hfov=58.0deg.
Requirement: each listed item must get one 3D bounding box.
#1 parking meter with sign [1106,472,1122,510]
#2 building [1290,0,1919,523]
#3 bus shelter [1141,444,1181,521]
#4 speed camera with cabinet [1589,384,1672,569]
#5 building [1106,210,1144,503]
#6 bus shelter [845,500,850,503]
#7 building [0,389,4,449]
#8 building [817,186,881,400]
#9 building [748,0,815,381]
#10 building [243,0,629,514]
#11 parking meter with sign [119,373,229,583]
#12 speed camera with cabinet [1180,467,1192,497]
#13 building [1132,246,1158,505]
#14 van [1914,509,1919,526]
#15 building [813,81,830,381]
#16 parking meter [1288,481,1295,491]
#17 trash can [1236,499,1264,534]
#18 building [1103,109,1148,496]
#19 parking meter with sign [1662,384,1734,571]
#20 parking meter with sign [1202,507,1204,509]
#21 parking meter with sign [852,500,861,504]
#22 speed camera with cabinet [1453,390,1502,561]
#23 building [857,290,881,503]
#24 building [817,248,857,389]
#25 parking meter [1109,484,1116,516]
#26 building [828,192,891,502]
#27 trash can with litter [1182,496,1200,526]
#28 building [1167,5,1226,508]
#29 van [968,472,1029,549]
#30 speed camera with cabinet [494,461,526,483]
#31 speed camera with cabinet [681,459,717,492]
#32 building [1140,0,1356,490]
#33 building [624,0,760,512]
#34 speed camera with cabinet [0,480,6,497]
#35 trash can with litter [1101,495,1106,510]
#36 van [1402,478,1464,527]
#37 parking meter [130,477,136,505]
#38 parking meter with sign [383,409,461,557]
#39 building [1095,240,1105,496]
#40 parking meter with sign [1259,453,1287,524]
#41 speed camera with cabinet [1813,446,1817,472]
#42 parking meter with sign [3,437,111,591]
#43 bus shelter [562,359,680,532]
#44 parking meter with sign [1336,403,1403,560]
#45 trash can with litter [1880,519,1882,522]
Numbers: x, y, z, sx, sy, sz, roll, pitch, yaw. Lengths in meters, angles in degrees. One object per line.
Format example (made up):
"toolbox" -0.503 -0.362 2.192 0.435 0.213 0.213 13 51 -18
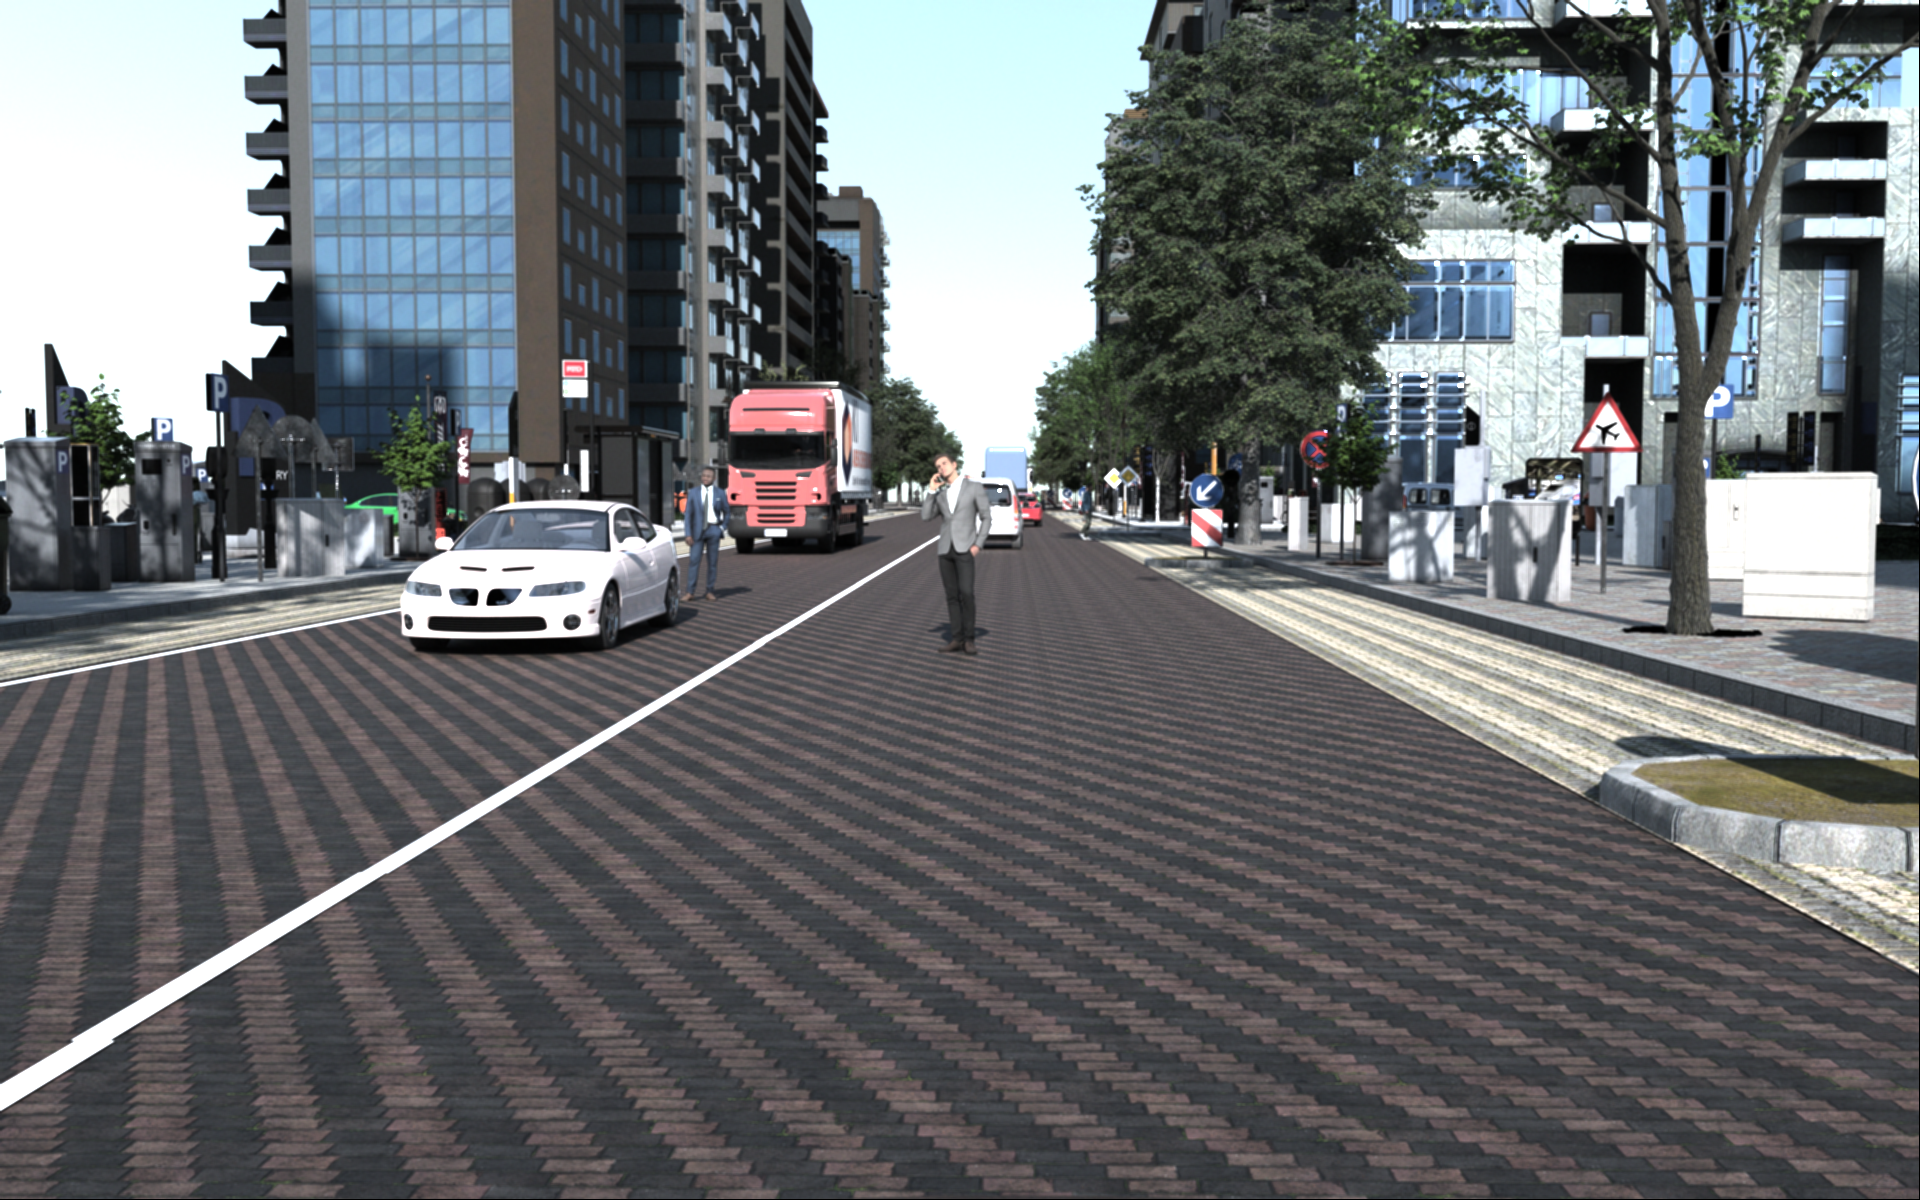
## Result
"parking meter with sign" 11.997 -8.462 134.610 0.543 3.016 1.738 -2 4 -34
"building" 32.223 -47.134 83.315 31.000 86.520 22.319 0 4 2
"bus shelter" 9.648 -5.687 84.262 1.731 3.624 6.357 0 4 2
"speed camera with cabinet" 11.981 -2.223 30.676 0.660 3.252 2.038 -1 4 -13
"building" 28.194 -34.683 250.667 14.154 41.232 14.086 0 4 2
"bus shelter" -8.514 -8.054 125.599 2.014 3.302 5.546 0 4 2
"building" -65.822 -33.244 85.545 28.212 58.520 21.231 0 4 2
"building" -19.094 -37.016 255.318 14.600 45.320 14.200 0 4 2
"building" -24.779 -32.421 153.789 21.300 48.544 21.600 0 4 2
"building" -24.687 -26.537 83.991 14.600 45.320 14.200 0 4 2
"parking meter with sign" -11.599 -1.772 25.240 1.738 3.016 0.543 0 4 2
"speed camera with cabinet" 15.661 -7.952 124.347 2.038 3.252 0.660 -2 4 -31
"building" 27.059 -26.353 202.568 14.160 30.474 14.107 0 4 2
"van" 37.460 -3.568 62.718 5.245 2.365 2.240 0 4 1
"building" -25.281 -32.081 179.156 22.147 44.769 28.867 0 4 2
"parking meter" 14.469 -4.276 75.630 0.255 1.863 0.399 1 4 19
"trash can" 7.913 -2.182 47.328 0.748 1.137 0.748 0 3 0
"building" 33.083 -44.594 271.115 21.231 58.520 28.212 0 4 2
"parking meter with sign" 12.035 -1.968 28.440 0.543 3.016 1.738 0 4 2
"parking meter with sign" 15.803 -6.759 106.776 1.738 3.016 0.543 1 4 14
"parking meter with sign" -7.939 -8.188 130.142 0.543 3.016 1.738 2 4 29
"speed camera with cabinet" 10.115 -2.415 33.825 0.660 3.252 2.038 2 4 27
"building" -18.536 -28.725 241.347 14.160 30.474 14.107 0 4 2
"building" -20.070 -26.276 201.317 14.160 30.474 14.107 0 4 2
"parking meter" 8.866 -5.812 100.731 0.255 1.863 0.399 3 5 44
"building" -22.631 -40.244 277.603 23.786 49.044 30.456 0 4 2
"trash can with litter" 9.353 -3.487 68.402 0.624 1.170 1.055 -1 4 -13
"building" 26.669 -31.219 160.537 14.600 45.320 14.200 0 4 2
"van" 0.844 -2.406 46.356 2.013 2.044 4.112 0 4 3
"speed camera with cabinet" -12.093 -3.336 48.877 0.660 3.252 2.038 3 5 44
"speed camera with cabinet" -14.606 -6.272 96.888 2.038 3.252 0.660 1 4 21
"building" 34.023 -36.188 180.914 28.713 52.752 27.495 0 4 2
"building" -26.220 -30.674 121.132 23.786 49.044 30.456 0 4 2
"speed camera with cabinet" -64.129 -7.499 116.937 0.660 3.252 2.038 0 4 3
"trash can with litter" 11.054 -7.834 139.148 2.233 1.210 1.678 -1 4 -14
"van" 17.826 -3.400 62.604 4.112 2.044 2.013 0 4 2
"parking meter" -21.786 -2.436 45.546 0.255 1.863 0.399 -2 4 -28
"parking meter with sign" -11.174 -2.405 35.575 1.738 3.016 0.543 0 4 -4
"building" 30.144 -39.318 292.966 14.600 45.320 14.200 0 4 2
"parking meter with sign" 12.999 -4.748 73.884 1.738 3.016 0.543 0 4 0
"speed camera with cabinet" 35.230 -4.651 70.376 0.660 3.252 2.038 0 4 3
"parking meter with sign" -12.204 -1.631 22.925 1.738 3.016 0.543 0 4 0
"bus shelter" -10.687 -4.689 54.299 2.179 5.291 8.768 0 4 2
"parking meter with sign" 8.206 -2.283 33.591 1.738 3.016 0.543 -1 4 -9
"trash can with litter" 37.699 -3.689 71.697 1.055 1.170 0.624 3 4 36
